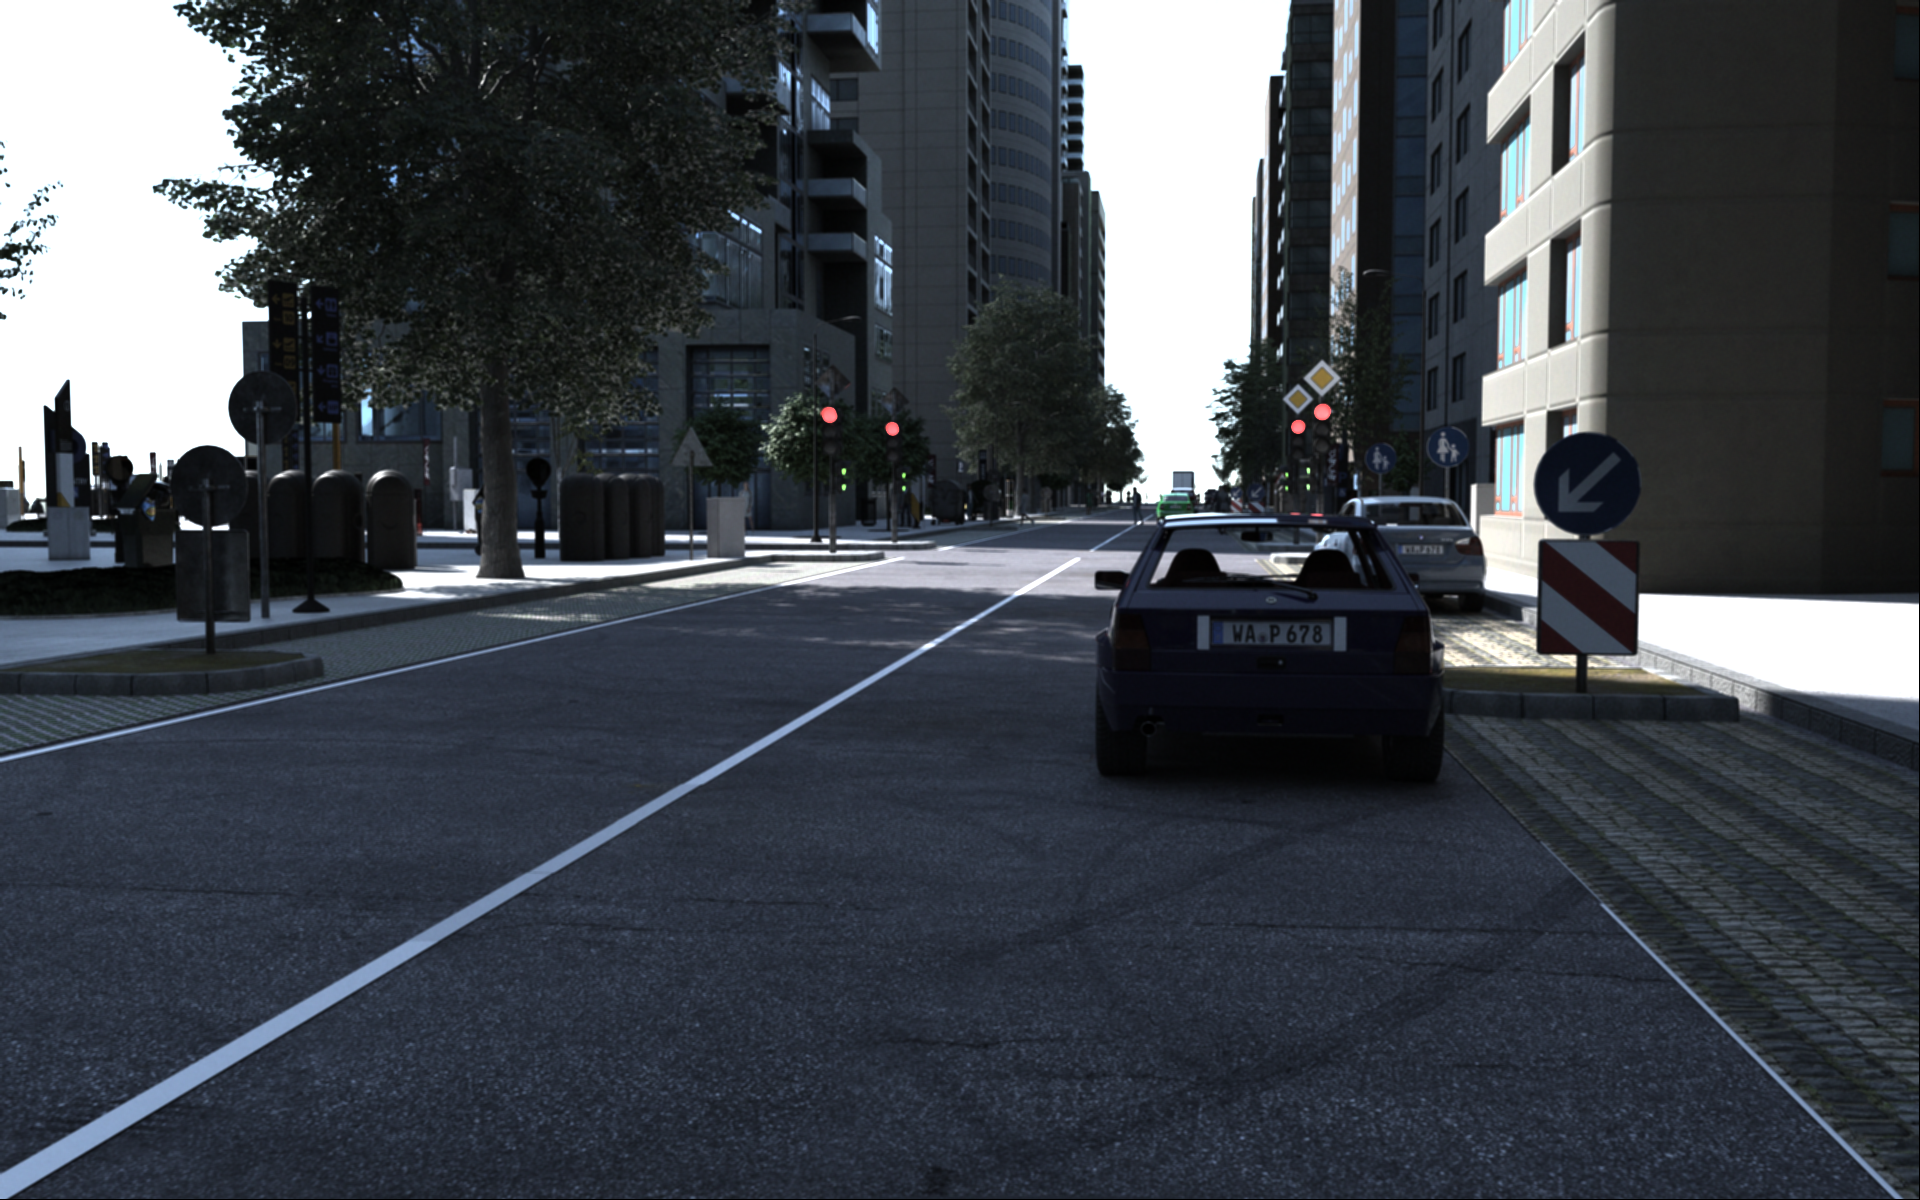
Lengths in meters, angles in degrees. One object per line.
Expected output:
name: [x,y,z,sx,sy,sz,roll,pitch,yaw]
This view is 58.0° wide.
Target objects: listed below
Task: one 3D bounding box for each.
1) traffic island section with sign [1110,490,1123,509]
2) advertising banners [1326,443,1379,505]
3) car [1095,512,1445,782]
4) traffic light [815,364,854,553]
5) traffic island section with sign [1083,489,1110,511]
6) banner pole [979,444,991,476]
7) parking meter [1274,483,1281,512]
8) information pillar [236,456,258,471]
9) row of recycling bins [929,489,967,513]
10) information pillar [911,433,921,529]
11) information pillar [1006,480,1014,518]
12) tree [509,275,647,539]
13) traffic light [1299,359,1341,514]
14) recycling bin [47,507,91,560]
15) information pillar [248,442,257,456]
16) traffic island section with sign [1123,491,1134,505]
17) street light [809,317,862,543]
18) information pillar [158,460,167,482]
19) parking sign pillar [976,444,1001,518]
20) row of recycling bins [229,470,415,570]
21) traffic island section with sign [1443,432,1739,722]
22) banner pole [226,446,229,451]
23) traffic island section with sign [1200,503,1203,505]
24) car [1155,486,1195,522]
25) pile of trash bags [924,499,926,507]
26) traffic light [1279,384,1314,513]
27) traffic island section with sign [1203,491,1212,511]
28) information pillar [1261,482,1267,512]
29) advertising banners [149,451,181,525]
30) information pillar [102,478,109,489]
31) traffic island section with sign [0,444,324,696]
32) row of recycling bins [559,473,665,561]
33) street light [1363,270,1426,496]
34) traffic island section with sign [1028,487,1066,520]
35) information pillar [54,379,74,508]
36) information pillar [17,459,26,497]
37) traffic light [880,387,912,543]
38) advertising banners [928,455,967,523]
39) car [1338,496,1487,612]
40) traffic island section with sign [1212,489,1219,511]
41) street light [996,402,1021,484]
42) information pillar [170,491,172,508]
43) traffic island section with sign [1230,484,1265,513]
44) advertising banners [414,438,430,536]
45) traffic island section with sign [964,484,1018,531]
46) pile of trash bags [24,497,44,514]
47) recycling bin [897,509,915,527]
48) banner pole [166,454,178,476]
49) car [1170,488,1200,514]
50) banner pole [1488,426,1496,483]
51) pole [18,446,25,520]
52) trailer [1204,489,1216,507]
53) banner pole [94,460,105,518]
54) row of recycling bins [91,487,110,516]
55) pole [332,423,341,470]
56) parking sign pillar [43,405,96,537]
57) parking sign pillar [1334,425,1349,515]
traffic island section with sign: [14.740,-9.905,170.574,1.989,1.847,2.006,0,4,7]
advertising banners: [13.505,-3.865,59.376,2.074,3.025,0.090,1,4,17]
car: [1.727,0.154,10.058,1.945,1.354,3.894,0,4,8]
traffic light: [-2.747,-2.974,37.549,0.839,4.253,0.868,0,4,7]
traffic island section with sign: [11.218,-8.270,143.849,1.989,1.847,2.006,0,4,7]
banner pole: [1.273,-5.870,85.990,0.863,3.779,0.401,2,4,33]
parking meter: [17.273,-5.413,94.217,0.255,1.863,0.399,-2,4,-26]
information pillar: [-13.748,-1.770,33.432,0.304,2.012,0.304,2,4,29]
row of recycling bins: [-0.408,-6.852,119.148,3.534,1.692,1.069,-1,4,-18]
information pillar: [-1.656,-4.467,64.388,0.183,3.616,0.504,2,4,31]
information pillar: [2.636,-5.325,91.559,0.304,2.012,0.304,-1,4,-23]
tree: [-11.301,-6.076,49.700,4.737,8.622,4.395,0,3,0]
traffic light: [7.527,-2.893,36.215,0.839,4.253,0.868,0,4,7]
recycling bin: [-17.464,-1.309,33.955,0.722,1.027,0.722,-2,4,-26]
information pillar: [-19.090,-3.397,46.904,0.504,3.616,0.183,3,4,39]
traffic island section with sign: [22.143,-13.335,226.650,1.989,1.847,2.006,0,4,7]
street light: [-3.268,-4.466,45.562,1.470,5.913,1.316,0,4,7]
information pillar: [-54.843,-7.799,118.861,0.183,3.616,0.504,0,4,-6]
parking sign pillar: [1.475,-6.413,93.331,1.447,3.967,1.447,-3,4,-36]
row of recycling bins: [-11.052,-1.394,29.912,3.534,1.692,1.069,1,4,14]
traffic island section with sign: [4.010,-0.198,11.873,1.989,1.847,2.006,0,4,7]
banner pole: [-38.449,-6.145,90.489,0.863,3.779,0.401,-3,5,-39]
traffic island section with sign: [24.898,-9.883,170.208,1.989,1.847,2.006,0,4,7]
car: [10.547,-4.649,84.806,1.959,1.807,4.718,0,4,7]
pile of trash bags: [-2.461,-6.329,113.235,3.447,1.369,1.912,1,4,14]
traffic light: [8.571,-3.377,44.132,0.839,4.253,0.868,0,4,7]
traffic island section with sign: [21.296,-8.212,142.900,1.989,1.847,2.006,0,4,7]
information pillar: [18.063,-6.025,102.994,0.304,2.012,0.304,0,4,4]
advertising banners: [-32.494,-4.561,70.756,2.074,3.025,0.090,2,4,34]
information pillar: [-59.587,-7.912,120.722,0.504,3.616,0.183,-2,4,-31]
traffic island section with sign: [-6.018,-0.277,13.163,1.989,1.847,2.006,0,4,7]
row of recycling bins: [-6.859,-1.679,34.571,1.069,1.692,3.534,1,4,16]
street light: [9.062,-3.881,36.001,1.470,5.913,1.316,0,4,7]
traffic island section with sign: [4.775,-5.283,95.011,1.989,1.847,2.006,0,4,7]
information pillar: [-18.097,-2.671,35.025,0.183,3.616,0.504,0,4,3]
information pillar: [-62.636,-7.604,115.686,0.504,3.616,0.183,-3,4,-38]
traffic light: [-1.703,-3.458,45.466,0.839,4.253,0.868,0,4,7]
advertising banners: [-0.622,-4.943,77.002,2.074,3.025,0.090,-2,4,-28]
car: [5.597,-0.630,22.303,2.014,1.417,4.499,0,4,6]
traffic island section with sign: [14.754,-5.178,93.289,1.989,1.847,2.006,0,4,7]
street light: [2.384,-7.061,87.980,1.470,5.913,1.316,0,4,7]
information pillar: [-55.231,-7.943,121.230,0.504,3.616,0.183,-3,5,-39]
traffic island section with sign: [11.154,-3.509,65.997,1.989,1.847,2.006,0,4,7]
advertising banners: [-16.705,-3.495,53.326,0.090,3.025,2.074,0,4,6]
traffic island section with sign: [1.249,-3.649,68.287,1.989,1.847,2.006,0,4,7]
pile of trash bags: [-61.472,-6.280,112.433,1.912,1.369,3.447,2,4,26]
recycling bin: [-2.073,-3.397,68.097,0.722,1.027,0.722,0,4,3]
banner pole: [-49.425,-7.272,108.913,0.863,3.779,0.401,-1,4,-23]
car: [14.517,-6.387,113.104,2.281,1.827,5.304,0,4,7]
banner pole: [14.790,-3.491,47.094,0.863,3.779,0.401,0,4,1]
pole: [-39.689,-4.855,73.216,0.158,3.312,0.155,0,3,0]
trailer: [26.871,-10.885,185.019,1.471,1.999,3.904,0,4,8]
banner pole: [-46.643,-6.339,93.656,0.401,3.779,0.863,0,4,-2]
row of recycling bins: [-50.824,-6.015,105.457,3.534,1.692,1.069,0,4,4]
pole: [-17.718,-3.391,49.289,0.158,3.312,0.155,0,3,0]
parking sign pillar: [-27.202,-3.935,52.814,1.447,3.967,1.447,1,4,22]
parking sign pillar: [14.769,-4.810,67.111,1.447,3.967,1.447,0,4,7]
